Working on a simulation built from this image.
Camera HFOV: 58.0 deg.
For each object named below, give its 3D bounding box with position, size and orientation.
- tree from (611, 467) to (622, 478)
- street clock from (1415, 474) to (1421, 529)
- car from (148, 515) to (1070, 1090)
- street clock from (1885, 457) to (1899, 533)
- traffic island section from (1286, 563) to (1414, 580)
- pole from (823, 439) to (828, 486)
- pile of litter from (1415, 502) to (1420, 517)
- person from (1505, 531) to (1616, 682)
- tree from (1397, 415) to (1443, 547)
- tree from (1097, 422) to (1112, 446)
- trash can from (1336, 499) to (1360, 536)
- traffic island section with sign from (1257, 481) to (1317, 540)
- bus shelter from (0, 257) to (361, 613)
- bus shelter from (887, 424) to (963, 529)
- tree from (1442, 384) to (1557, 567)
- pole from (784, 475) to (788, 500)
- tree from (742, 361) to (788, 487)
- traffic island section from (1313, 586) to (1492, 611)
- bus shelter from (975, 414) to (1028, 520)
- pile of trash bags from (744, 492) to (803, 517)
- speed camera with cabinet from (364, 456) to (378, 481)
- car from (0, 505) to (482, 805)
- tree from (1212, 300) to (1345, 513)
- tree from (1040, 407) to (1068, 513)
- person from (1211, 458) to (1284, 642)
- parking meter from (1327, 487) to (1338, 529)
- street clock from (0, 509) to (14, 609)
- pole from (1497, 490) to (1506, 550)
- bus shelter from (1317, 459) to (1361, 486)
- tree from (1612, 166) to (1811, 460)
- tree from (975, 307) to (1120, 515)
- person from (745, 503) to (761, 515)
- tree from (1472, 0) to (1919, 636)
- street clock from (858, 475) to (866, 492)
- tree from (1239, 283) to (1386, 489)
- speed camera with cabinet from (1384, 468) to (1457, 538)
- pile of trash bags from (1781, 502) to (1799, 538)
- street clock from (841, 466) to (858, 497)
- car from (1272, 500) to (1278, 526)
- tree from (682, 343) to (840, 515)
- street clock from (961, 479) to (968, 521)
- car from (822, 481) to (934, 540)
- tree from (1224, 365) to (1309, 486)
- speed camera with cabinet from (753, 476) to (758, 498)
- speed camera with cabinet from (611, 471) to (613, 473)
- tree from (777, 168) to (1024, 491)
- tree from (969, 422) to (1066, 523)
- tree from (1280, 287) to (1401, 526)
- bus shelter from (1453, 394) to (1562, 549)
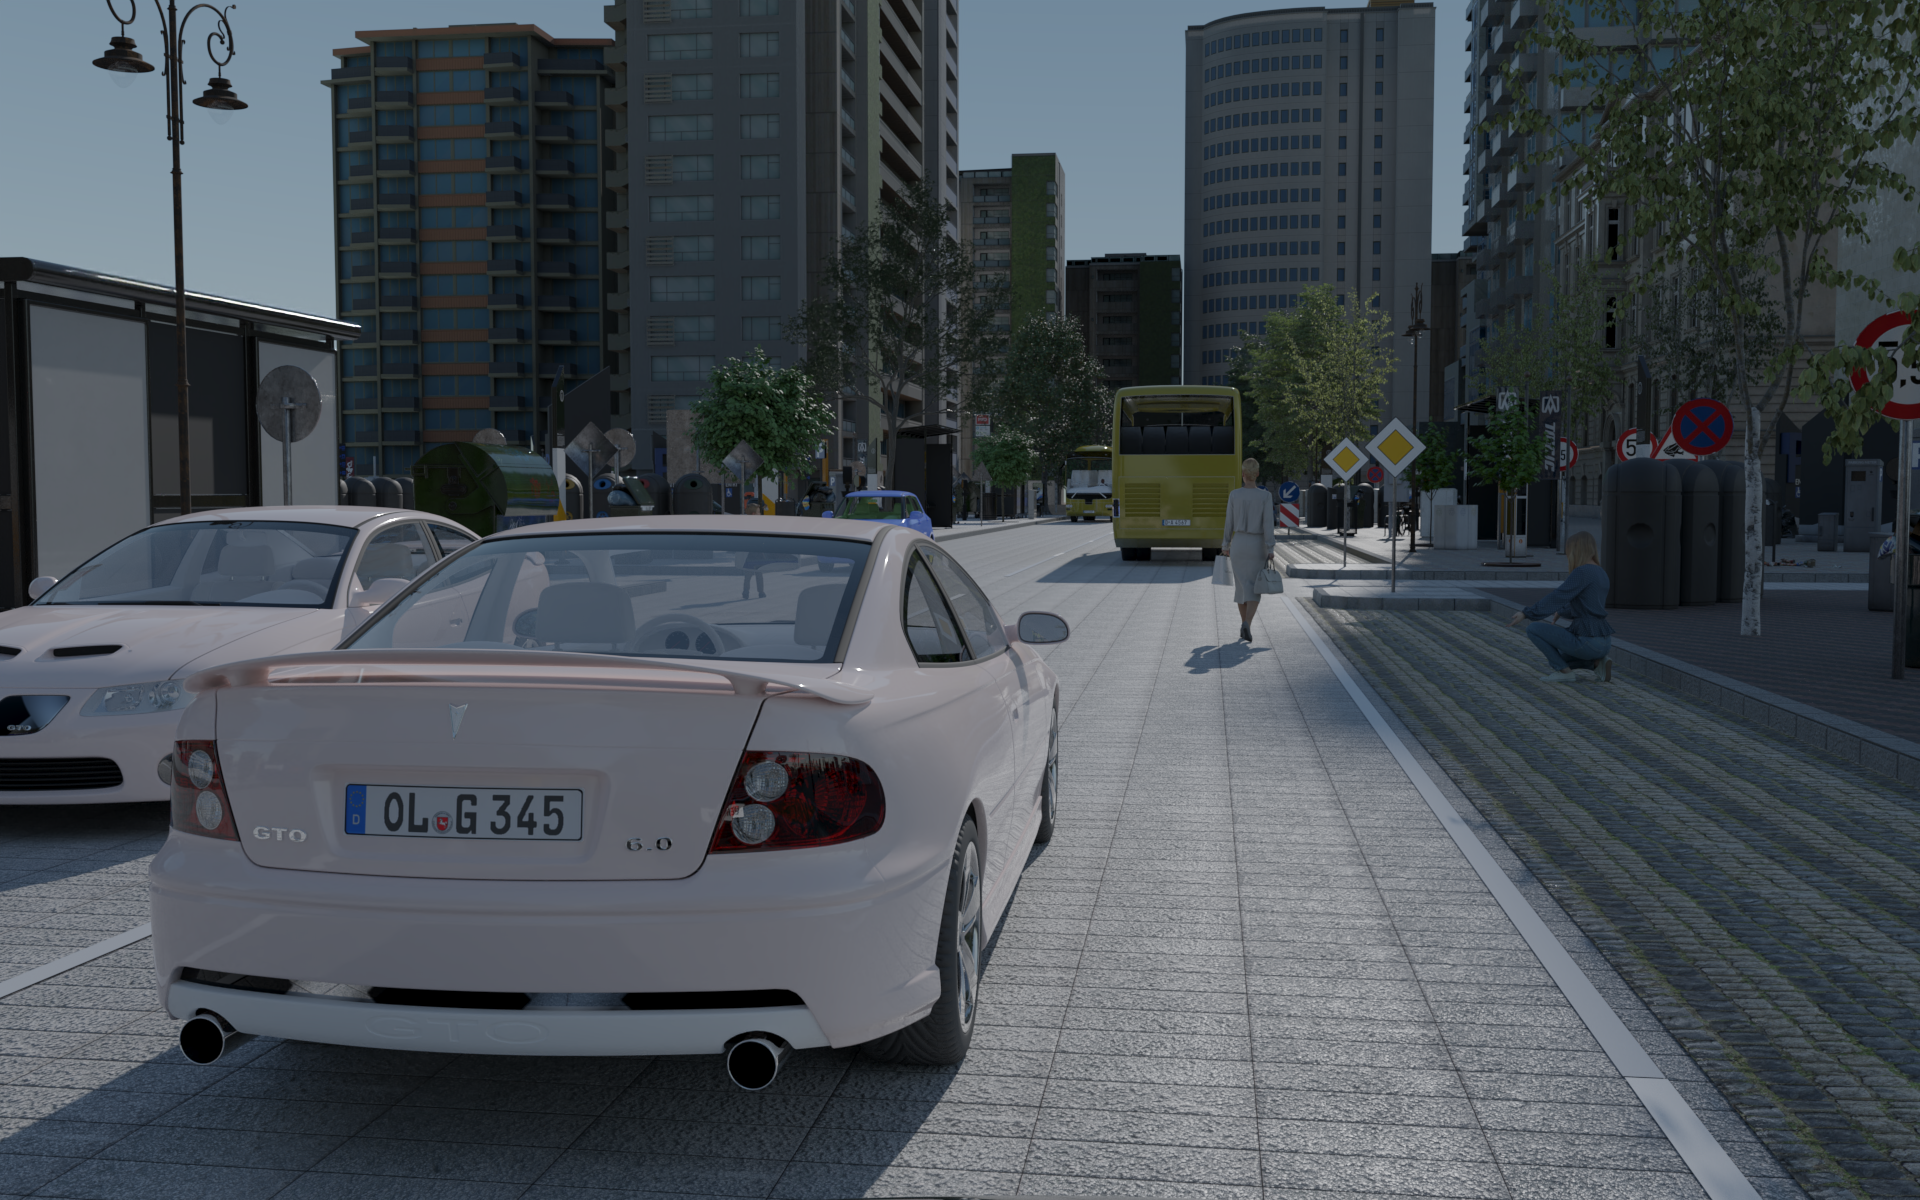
[{"bbox_3d":[-20.062,-6.312,97.806,1.663,3.219,1.824,0,3,0],"label":"tree"},{"bbox_3d":[16.503,-3.548,62.573,0.358,2.002,0.471,1,4,13],"label":"street clock"},{"bbox_3d":[-0.707,0.400,5.821,2.083,1.381,4.827,0,4,7],"label":"car"},{"bbox_3d":[18.207,-1.775,33.592,0.471,2.002,0.358,3,5,45],"label":"street clock"},{"bbox_3d":[6.801,-0.504,30.524,2.009,0.180,2.903,0,4,8],"label":"traffic island section"},{"bbox_3d":[-5.008,-4.320,64.483,0.158,3.312,0.155,0,3,0],"label":"pole"},{"bbox_3d":[25.733,-5.148,98.138,1.176,0.858,1.719,-2,4,-28],"label":"pile of litter"},{"bbox_3d":[4.561,0.050,13.181,1.012,1.151,0.738,-3,4,-39],"label":"person"},{"bbox_3d":[11.403,-2.922,42.384,1.663,3.219,1.824,0,3,0],"label":"tree"},{"bbox_3d":[15.133,-13.656,173.633,4.360,8.622,3.978,0,3,0],"label":"tree"},{"bbox_3d":[11.818,-2.519,52.837,0.748,1.137,0.748,0,3,0],"label":"trash can"},{"bbox_3d":[10.288,-2.829,54.876,1.989,1.847,2.006,0,4,8],"label":"traffic island section with sign"},{"bbox_3d":[-8.987,-2.404,16.939,2.179,5.291,8.768,1,4,8],"label":"bus shelter"},{"bbox_3d":[-1.198,-4.277,61.217,1.731,3.624,6.357,1,4,8],"label":"bus shelter"},{"bbox_3d":[9.684,-2.215,30.809,1.663,3.219,1.824,0,3,0],"label":"tree"},{"bbox_3d":[-10.493,-6.753,104.247,0.158,3.312,0.155,0,3,0],"label":"pole"},{"bbox_3d":[-11.035,-8.884,95.619,4.360,8.622,3.978,0,3,0],"label":"tree"},{"bbox_3d":[5.677,-0.021,22.619,2.009,0.180,2.903,0,4,8],"label":"traffic island section"},{"bbox_3d":[2.213,-6.821,89.163,2.179,5.291,8.768,0,4,8],"label":"bus shelter"},{"bbox_3d":[-8.351,-4.315,80.302,3.447,1.369,1.912,0,4,-1],"label":"pile of trash bags"},{"bbox_3d":[-30.635,-5.944,91.513,0.660,3.252,2.038,1,4,17],"label":"speed camera with cabinet"},{"bbox_3d":[-3.694,0.183,9.374,2.083,1.381,4.827,0,4,7],"label":"car"},{"bbox_3d":[21.672,-12.775,115.521,9.857,13.997,8.962,0,3,0],"label":"tree"},{"bbox_3d":[6.820,-10.276,118.368,4.360,8.622,3.978,0,3,0],"label":"tree"},{"bbox_3d":[2.785,-0.494,16.924,0.694,1.780,0.624,3,4,38],"label":"person"},{"bbox_3d":[13.578,-3.350,63.183,0.372,1.533,0.369,0,3,0],"label":"parking meter"},{"bbox_3d":[-10.684,-0.897,19.243,0.471,2.002,0.358,2,4,27],"label":"street clock"},{"bbox_3d":[12.509,-2.819,39.926,0.158,3.312,0.155,0,3,0],"label":"pole"},{"bbox_3d":[18.188,-5.443,82.918,2.014,3.302,5.546,1,4,8],"label":"bus shelter"},{"bbox_3d":[16.197,-5.309,37.171,4.360,8.622,3.978,0,3,0],"label":"tree"},{"bbox_3d":[5.257,-11.570,106.178,9.611,12.733,9.660,0,3,0],"label":"tree"},{"bbox_3d":[-2.854,-0.670,23.733,0.475,1.303,0.640,1,4,9],"label":"person"},{"bbox_3d":[7.001,-3.976,15.377,4.737,8.622,4.395,0,3,0],"label":"tree"},{"bbox_3d":[-3.742,-3.665,64.494,0.358,2.002,0.471,-3,5,-41],"label":"street clock"},{"bbox_3d":[18.937,-10.704,93.140,7.486,12.596,7.792,0,3,0],"label":"tree"},{"bbox_3d":[13.576,-3.468,51.033,2.038,3.252,0.660,1,4,22],"label":"speed camera with cabinet"},{"bbox_3d":[24.029,-2.522,50.981,3.447,1.369,1.912,0,4,-2],"label":"pile of trash bags"},{"bbox_3d":[-2.880,-2.433,44.342,0.358,2.002,0.471,0,4,-6],"label":"street clock"},{"bbox_3d":[13.326,-4.035,77.978,2.014,1.417,4.499,0,4,8],"label":"car"},{"bbox_3d":[-4.342,-3.295,37.586,4.285,4.588,4.351,0,3,0],"label":"tree"},{"bbox_3d":[0.218,-4.852,83.907,0.358,2.002,0.471,-1,4,-14],"label":"street clock"},{"bbox_3d":[-1.583,-1.432,32.999,1.945,1.707,3.694,1,4,9],"label":"car"},{"bbox_3d":[24.178,-12.931,137.172,9.928,11.665,9.643,0,3,0],"label":"tree"},{"bbox_3d":[-8.122,-4.729,71.652,0.660,3.252,2.038,-1,4,-13],"label":"speed camera with cabinet"},{"bbox_3d":[-14.202,-4.360,65.627,2.038,3.252,0.660,0,4,5],"label":"speed camera with cabinet"},{"bbox_3d":[-1.825,-7.037,49.463,7.601,10.594,8.767,1,4,17],"label":"tree"},{"bbox_3d":[2.034,-5.813,78.748,4.285,4.588,4.351,0,3,0],"label":"tree"},{"bbox_3d":[13.431,-6.751,60.739,4.360,8.622,3.978,0,3,0],"label":"tree"},{"bbox_3d":[13.773,-3.213,43.818,1.731,3.624,6.357,1,4,8],"label":"bus shelter"}]
